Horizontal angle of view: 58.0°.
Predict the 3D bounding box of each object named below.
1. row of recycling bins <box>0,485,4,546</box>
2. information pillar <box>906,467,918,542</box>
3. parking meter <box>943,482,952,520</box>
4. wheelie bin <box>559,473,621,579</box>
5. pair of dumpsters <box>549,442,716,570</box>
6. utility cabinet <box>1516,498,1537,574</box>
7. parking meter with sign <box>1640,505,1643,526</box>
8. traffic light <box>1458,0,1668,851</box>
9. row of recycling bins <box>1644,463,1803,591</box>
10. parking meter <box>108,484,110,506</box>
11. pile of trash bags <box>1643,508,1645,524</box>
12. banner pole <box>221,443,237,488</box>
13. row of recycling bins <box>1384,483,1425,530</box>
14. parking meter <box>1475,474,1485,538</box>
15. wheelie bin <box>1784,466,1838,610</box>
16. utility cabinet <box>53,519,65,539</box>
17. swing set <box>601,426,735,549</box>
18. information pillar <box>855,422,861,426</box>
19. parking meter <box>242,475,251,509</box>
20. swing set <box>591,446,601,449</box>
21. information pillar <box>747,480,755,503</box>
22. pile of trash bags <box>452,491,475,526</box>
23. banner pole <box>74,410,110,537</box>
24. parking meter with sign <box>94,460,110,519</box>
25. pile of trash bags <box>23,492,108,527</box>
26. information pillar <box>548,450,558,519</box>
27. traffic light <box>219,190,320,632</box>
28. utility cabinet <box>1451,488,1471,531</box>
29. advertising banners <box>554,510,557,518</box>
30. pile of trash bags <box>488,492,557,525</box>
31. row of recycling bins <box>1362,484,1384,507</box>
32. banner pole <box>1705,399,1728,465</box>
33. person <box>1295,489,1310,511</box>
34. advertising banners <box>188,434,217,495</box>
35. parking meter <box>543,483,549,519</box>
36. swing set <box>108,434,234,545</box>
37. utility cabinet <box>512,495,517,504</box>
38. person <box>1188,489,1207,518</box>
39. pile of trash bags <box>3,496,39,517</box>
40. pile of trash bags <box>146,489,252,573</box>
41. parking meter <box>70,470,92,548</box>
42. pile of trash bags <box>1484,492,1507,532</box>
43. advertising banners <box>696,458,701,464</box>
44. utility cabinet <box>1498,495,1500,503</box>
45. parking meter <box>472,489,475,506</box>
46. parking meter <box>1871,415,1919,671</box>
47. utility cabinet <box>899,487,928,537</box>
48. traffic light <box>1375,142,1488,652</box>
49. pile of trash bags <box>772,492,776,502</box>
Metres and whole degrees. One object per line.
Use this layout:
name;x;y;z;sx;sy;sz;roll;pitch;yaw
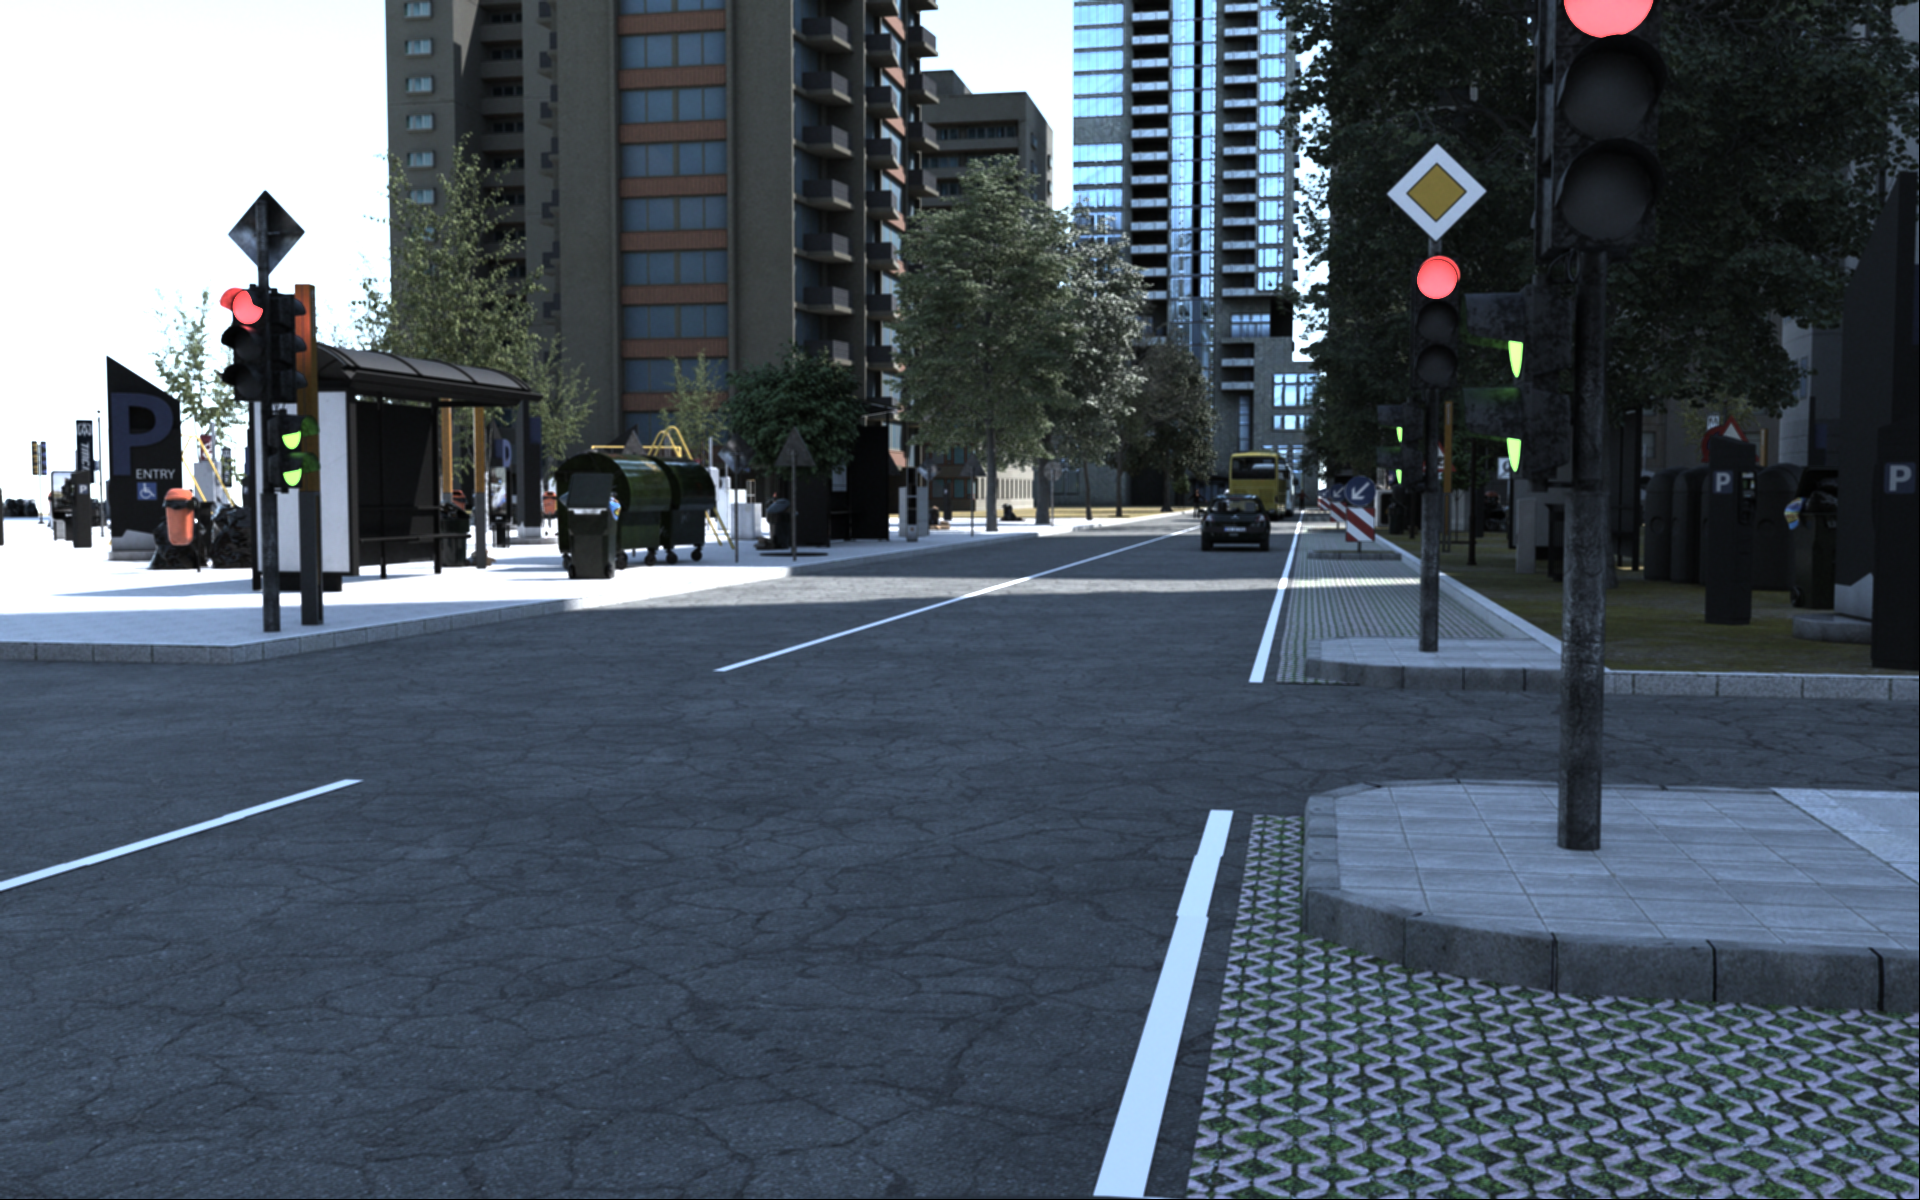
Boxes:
row of recycling bins;-24.795;-2.247;43.849;1.069;1.692;3.534;-2;4;-29
information pillar;-1.295;-2.583;46.719;0.304;2.012;0.304;0;4;-3
parking meter;-0.605;-4.816;84.450;0.255;1.863;0.399;-3;5;-43
wheelie bin;-5.588;-1.123;26.262;0.980;1.594;0.693;0;4;4
pair of dumpsters;-5.837;-1.754;31.164;1.574;2.255;4.437;1;4;11
utility cabinet;9.272;-1.053;28.384;0.306;1.237;1.020;1;4;17
parking meter with sign;26.631;-4.498;69.806;1.738;3.016;0.543;3;5;42
traffic light;2.233;-1.056;6.187;0.839;4.253;0.868;1;4;11
row of recycling bins;10.809;-1.064;24.506;1.069;1.692;3.534;0;4;-6
parking meter;-18.728;-2.011;38.597;0.399;1.863;0.255;0;4;-5
pile of trash bags;29.698;-3.960;74.499;3.447;1.369;1.912;1;4;15
banner pole;-34.664;-5.646;82.330;0.863;3.779;0.401;-1;4;-11
row of recycling bins;16.781;-3.451;63.545;1.069;1.692;3.534;2;4;33
parking meter;15.261;-2.776;51.092;0.255;1.863;0.399;-1;4;-15
wheelie bin;9.785;-0.702;19.380;0.980;1.594;0.693;0;4;3
utility cabinet;-25.556;-2.491;49.402;0.318;1.500;1.173;-1;4;-14
swing set;-7.000;-2.682;41.465;2.862;2.851;3.119;-1;4;-14
information pillar;-3.009;-3.547;49.353;0.504;3.616;0.183;-1;4;-14
parking meter;-21.942;-2.920;53.459;0.399;1.863;0.255;2;4;29
swing set;-10.702;-3.612;56.680;3.119;2.851;2.862;-1;4;-14
information pillar;-10.912;-5.254;90.397;0.304;2.012;0.304;3;4;36
pile of trash bags;-14.096;-2.053;43.324;3.447;1.369;1.912;-2;4;-24
banner pole;-25.694;-3.746;51.266;0.863;3.779;0.401;-2;4;-25
parking meter with sign;-43.497;-5.671;88.989;1.738;3.016;0.543;0;4;-6
pile of trash bags;-34.400;-3.501;66.989;1.912;1.369;3.447;0;4;-7
information pillar;-20.668;-5.910;87.983;0.504;3.616;0.183;0;4;2
traffic light;-6.407;-1.659;16.043;0.839;4.253;0.868;1;4;11
utility cabinet;17.094;-3.116;59.620;0.318;1.500;1.173;-1;4;-22
advertising banners;-22.710;-6.002;94.320;2.074;3.025;0.090;-1;4;-9
pile of trash bags;-18.147;-3.719;70.564;3.447;1.369;1.912;-2;4;-26
row of recycling bins;18.687;-3.971;72.036;3.534;1.692;1.069;2;4;30
banner pole;20.123;-3.428;46.066;0.401;3.779;0.863;-1;4;-23
person;29.543;-8.634;149.628;1.348;1.831;0.705;1;4;10
advertising banners;-22.579;-3.313;50.351;0.090;3.025;2.074;3;5;41
parking meter;-21.247;-5.100;89.100;0.255;1.863;0.399;2;4;34
swing set;-20.137;-2.882;44.737;2.862;2.851;3.119;-1;4;-10
utility cabinet;-23.970;-4.980;92.583;0.306;1.237;1.020;-2;4;-30
person;14.001;-5.678;102.164;1.217;1.723;0.721;-1;4;-15
pile of trash bags;-52.989;-5.259;95.739;1.912;1.369;3.447;3;5;43
pile of trash bags;-12.977;-1.218;29.667;1.912;1.369;3.447;-1;4;-11
parking meter;-20.880;-2.167;41.134;0.255;1.863;0.399;3;5;40
pile of trash bags;18.800;-3.043;59.501;1.912;1.369;3.447;0;4;-7
advertising banners;-13.376;-5.386;84.241;0.090;3.025;2.074;3;5;42
utility cabinet;23.579;-4.051;77.402;1.020;1.237;0.306;0;4;7
parking meter;-26.420;-5.270;94.580;0.372;1.533;0.369;0;3;0
parking meter;6.931;-0.428;12.707;0.255;1.863;0.399;-2;4;-34
utility cabinet;-1.403;-2.641;51.864;0.318;1.500;1.173;2;4;31
traffic light;3.805;-1.535;14.017;0.839;4.253;0.868;1;4;11
pile of trash bags;-5.250;-3.312;63.910;3.447;1.369;1.912;1;4;9
